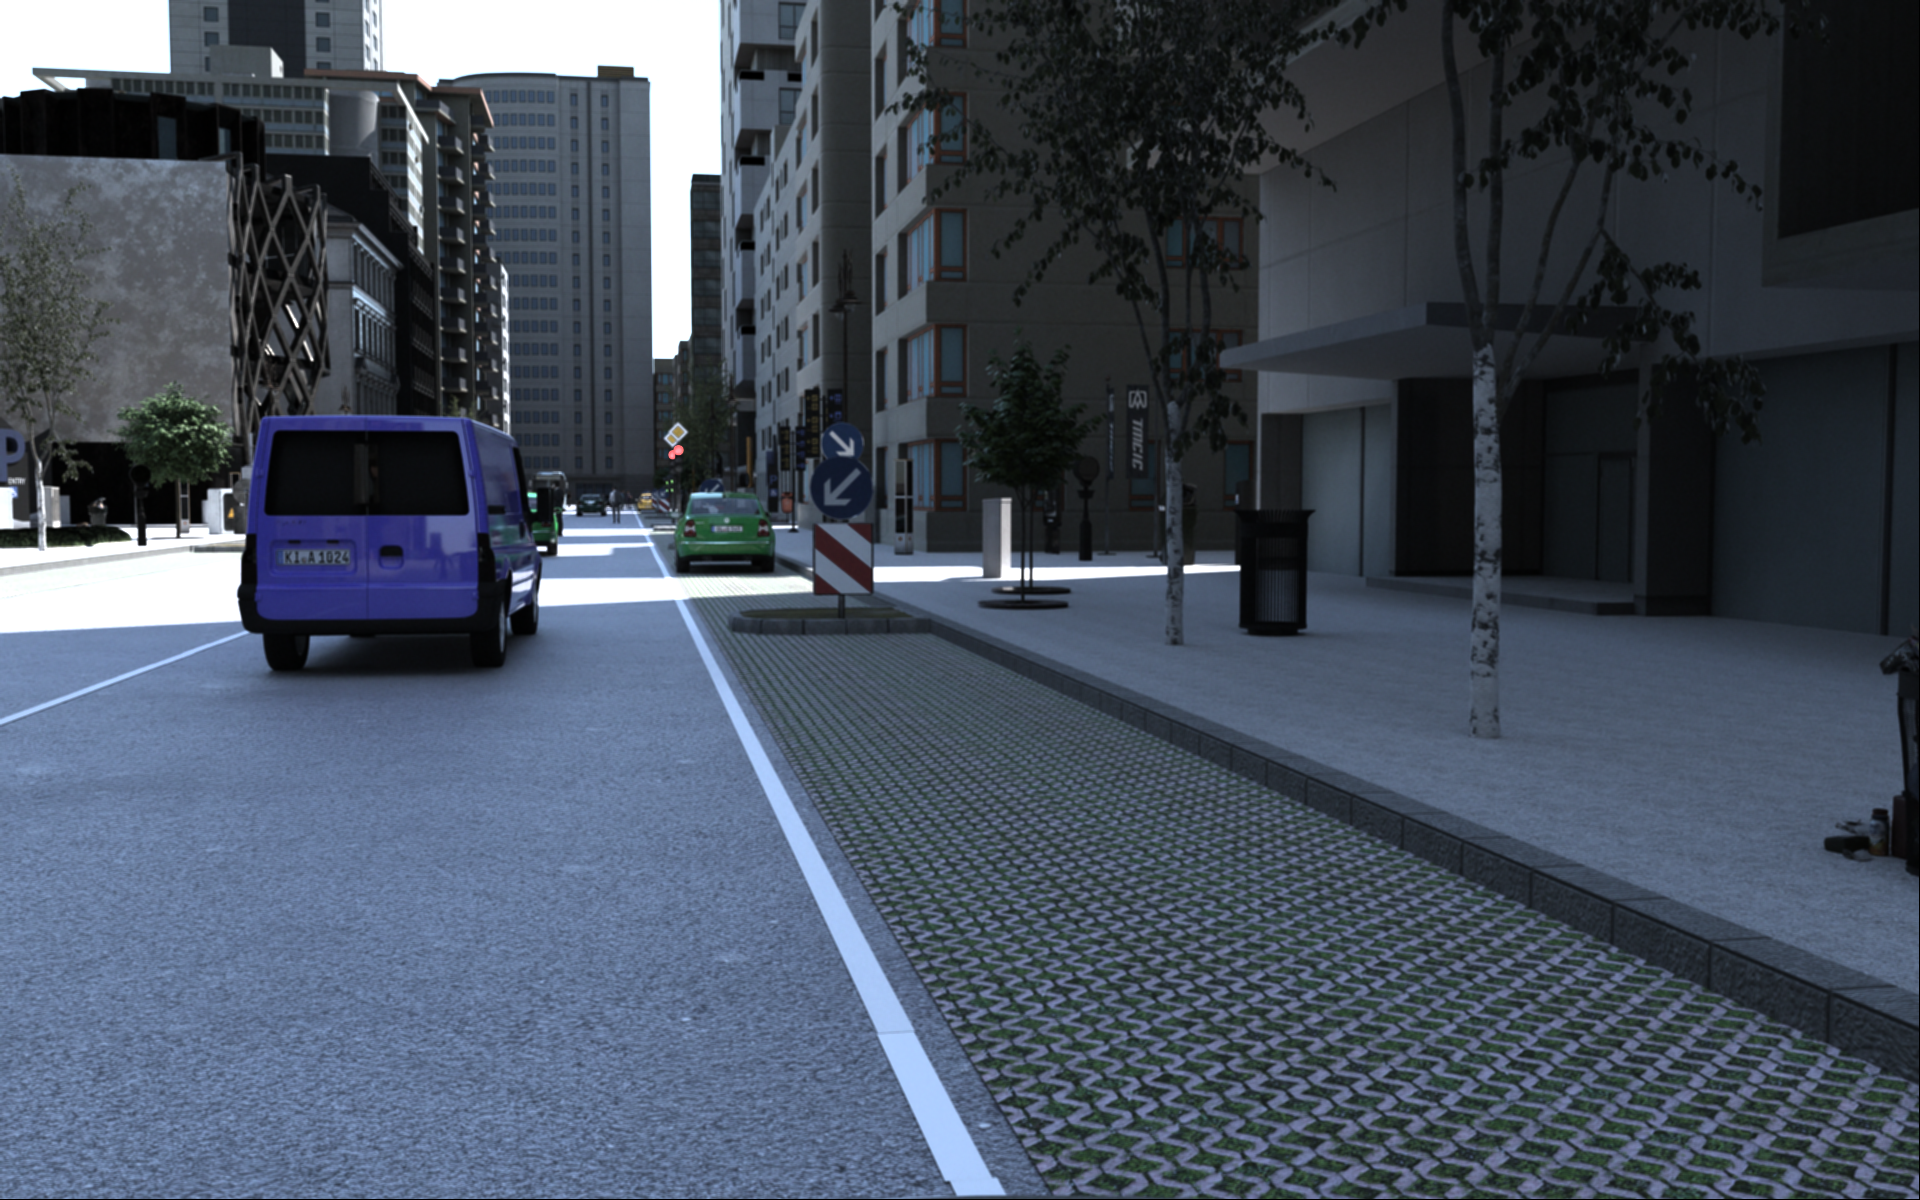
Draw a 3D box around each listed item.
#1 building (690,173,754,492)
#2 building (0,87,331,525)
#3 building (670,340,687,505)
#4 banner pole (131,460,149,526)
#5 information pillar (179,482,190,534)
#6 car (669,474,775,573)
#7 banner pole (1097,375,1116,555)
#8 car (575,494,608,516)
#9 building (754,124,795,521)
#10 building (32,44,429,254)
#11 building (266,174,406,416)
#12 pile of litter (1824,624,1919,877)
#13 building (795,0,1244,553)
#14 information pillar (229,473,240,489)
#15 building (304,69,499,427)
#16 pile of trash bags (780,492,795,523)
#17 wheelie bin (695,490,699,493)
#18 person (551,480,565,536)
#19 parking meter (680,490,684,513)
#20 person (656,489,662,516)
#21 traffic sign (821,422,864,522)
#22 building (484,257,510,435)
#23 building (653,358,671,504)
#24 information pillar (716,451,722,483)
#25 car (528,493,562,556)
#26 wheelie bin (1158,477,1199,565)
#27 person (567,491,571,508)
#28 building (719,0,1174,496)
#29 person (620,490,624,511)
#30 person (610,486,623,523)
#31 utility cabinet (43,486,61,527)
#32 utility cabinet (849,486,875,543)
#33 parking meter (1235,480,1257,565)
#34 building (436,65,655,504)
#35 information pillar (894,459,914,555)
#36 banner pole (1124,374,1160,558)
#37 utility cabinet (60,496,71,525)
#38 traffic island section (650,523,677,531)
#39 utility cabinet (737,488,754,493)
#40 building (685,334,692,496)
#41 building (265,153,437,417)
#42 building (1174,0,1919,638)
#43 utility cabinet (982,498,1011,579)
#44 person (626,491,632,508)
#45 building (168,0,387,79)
[{"bbox_3d":[-17.791,-23.730,159.686,14.160,30.474,14.107,-1,4,-11],"label":"building"},{"bbox_3d":[-38.457,-13.024,80.393,16.820,18.784,16.811,-1,4,-11],"label":"building"},{"bbox_3d":[-20.572,-22.397,211.226,27.650,21.520,28.899,-1,4,-11],"label":"building"},{"bbox_3d":[-33.520,-4.939,70.776,0.401,3.779,0.863,2,4,27],"label":"banner pole"},{"bbox_3d":[-25.204,-3.161,56.172,0.304,2.012,0.304,-3,5,-43],"label":"information pillar"},{"bbox_3d":[-4.510,-1.469,32.816,1.959,1.807,4.718,-1,4,-10],"label":"car"},{"bbox_3d":[3.130,-2.826,36.221,0.401,3.779,0.863,0,4,-7],"label":"banner pole"},{"bbox_3d":[-24.071,-6.200,113.161,2.131,1.459,4.920,-1,4,-9],"label":"car"},{"bbox_3d":[4.264,-15.283,94.914,28.899,21.520,27.650,-1,4,-11],"label":"building"},{"bbox_3d":[-61.323,-28.309,154.725,32.217,40.220,23.993,-1,4,-11],"label":"building"},{"bbox_3d":[-39.982,-14.663,104.364,10.561,19.102,19.286,-1,4,-11],"label":"building"},{"bbox_3d":[3.620,0.497,5.847,1.176,0.858,1.719,1,4,16],"label":"pile of litter"},{"bbox_3d":[10.111,-12.783,54.036,27.650,21.520,28.899,-1,4,-11],"label":"building"},{"bbox_3d":[-24.908,-3.367,59.536,0.304,2.012,0.304,-2,4,-32],"label":"information pillar"},{"bbox_3d":[-60.570,-32.243,181.797,22.147,44.769,28.867,-1,4,-11],"label":"building"},{"bbox_3d":[-8.968,-4.038,75.769,3.447,1.369,1.912,0,4,-6],"label":"pile of trash bags"},{"bbox_3d":[-18.898,-7.166,125.065,0.693,1.594,0.980,0,4,8],"label":"wheelie bin"},{"bbox_3d":[-13.764,-3.130,59.044,0.474,1.900,0.648,0,4,-2],"label":"person"},{"bbox_3d":[-19.343,-6.828,120.050,0.372,1.533,0.369,0,3,0],"label":"parking meter"},{"bbox_3d":[-18.595,-6.018,107.468,0.480,1.755,0.524,0,4,3],"label":"person"},{"bbox_3d":[-2.094,-1.877,30.787,0.768,2.556,0.104,-1,4,-9],"label":"traffic sign"},{"bbox_3d":[-62.108,-26.832,210.402,14.107,30.474,14.160,-1,4,-11],"label":"building"},{"bbox_3d":[-29.305,-24.720,249.208,28.899,21.520,27.650,-1,4,-11],"label":"building"},{"bbox_3d":[-12.921,-6.217,93.007,0.183,3.616,0.504,-3,4,-38],"label":"information pillar"},{"bbox_3d":[-10.541,-1.999,41.473,1.959,1.807,4.718,-1,4,-13],"label":"car"},{"bbox_3d":[3.964,-1.434,31.358,0.693,1.594,0.980,0,4,-3],"label":"wheelie bin"},{"bbox_3d":[-41.134,-10.549,181.801,0.721,1.723,1.217,-2,4,-35],"label":"person"},{"bbox_3d":[-2.936,-32.702,123.916,28.713,52.752,27.495,-1,4,-11],"label":"building"},{"bbox_3d":[-28.090,-8.265,143.974,0.444,1.785,0.601,1,4,17],"label":"person"},{"bbox_3d":[-16.948,-4.701,85.468,0.679,1.850,0.850,-1,4,-20],"label":"person"},{"bbox_3d":[-26.070,-2.508,49.680,0.318,1.500,1.173,-1,4,-18],"label":"utility cabinet"},{"bbox_3d":[-2.578,-2.236,45.233,0.318,1.500,1.173,-2,4,-25],"label":"utility cabinet"},{"bbox_3d":[5.177,-1.404,31.374,0.372,1.533,0.369,0,3,0],"label":"parking meter"},{"bbox_3d":[-56.956,-42.678,239.780,28.212,58.520,21.231,-1,4,-11],"label":"building"},{"bbox_3d":[-1.188,-1.968,36.676,0.304,2.012,0.304,2,4,29],"label":"information pillar"},{"bbox_3d":[3.735,-2.748,34.940,0.863,3.779,0.401,-1,4,-8],"label":"banner pole"},{"bbox_3d":[-37.597,-3.723,72.033,1.020,1.237,0.306,-2,4,-34],"label":"utility cabinet"},{"bbox_3d":[-12.443,-3.246,75.353,2.009,0.180,2.903,-1,4,-11],"label":"traffic island section"},{"bbox_3d":[-7.349,-3.091,59.221,0.318,1.500,1.173,0,4,7],"label":"utility cabinet"},{"bbox_3d":[-14.083,-20.642,182.531,27.650,21.520,28.899,-1,4,-11],"label":"building"},{"bbox_3d":[-43.953,-17.837,121.319,12.332,23.373,15.834,-1,4,-11],"label":"building"},{"bbox_3d":[18.208,-26.215,17.847,28.713,52.752,27.495,-1,4,-11],"label":"building"},{"bbox_3d":[0.565,-0.954,26.759,0.306,1.237,1.020,1,4,10],"label":"utility cabinet"},{"bbox_3d":[-32.856,-9.983,172.166,0.568,1.767,0.683,2,4,27],"label":"person"},{"bbox_3d":[-78.510,-46.746,202.549,20.611,71.187,20.563,-1,4,-11],"label":"building"}]
